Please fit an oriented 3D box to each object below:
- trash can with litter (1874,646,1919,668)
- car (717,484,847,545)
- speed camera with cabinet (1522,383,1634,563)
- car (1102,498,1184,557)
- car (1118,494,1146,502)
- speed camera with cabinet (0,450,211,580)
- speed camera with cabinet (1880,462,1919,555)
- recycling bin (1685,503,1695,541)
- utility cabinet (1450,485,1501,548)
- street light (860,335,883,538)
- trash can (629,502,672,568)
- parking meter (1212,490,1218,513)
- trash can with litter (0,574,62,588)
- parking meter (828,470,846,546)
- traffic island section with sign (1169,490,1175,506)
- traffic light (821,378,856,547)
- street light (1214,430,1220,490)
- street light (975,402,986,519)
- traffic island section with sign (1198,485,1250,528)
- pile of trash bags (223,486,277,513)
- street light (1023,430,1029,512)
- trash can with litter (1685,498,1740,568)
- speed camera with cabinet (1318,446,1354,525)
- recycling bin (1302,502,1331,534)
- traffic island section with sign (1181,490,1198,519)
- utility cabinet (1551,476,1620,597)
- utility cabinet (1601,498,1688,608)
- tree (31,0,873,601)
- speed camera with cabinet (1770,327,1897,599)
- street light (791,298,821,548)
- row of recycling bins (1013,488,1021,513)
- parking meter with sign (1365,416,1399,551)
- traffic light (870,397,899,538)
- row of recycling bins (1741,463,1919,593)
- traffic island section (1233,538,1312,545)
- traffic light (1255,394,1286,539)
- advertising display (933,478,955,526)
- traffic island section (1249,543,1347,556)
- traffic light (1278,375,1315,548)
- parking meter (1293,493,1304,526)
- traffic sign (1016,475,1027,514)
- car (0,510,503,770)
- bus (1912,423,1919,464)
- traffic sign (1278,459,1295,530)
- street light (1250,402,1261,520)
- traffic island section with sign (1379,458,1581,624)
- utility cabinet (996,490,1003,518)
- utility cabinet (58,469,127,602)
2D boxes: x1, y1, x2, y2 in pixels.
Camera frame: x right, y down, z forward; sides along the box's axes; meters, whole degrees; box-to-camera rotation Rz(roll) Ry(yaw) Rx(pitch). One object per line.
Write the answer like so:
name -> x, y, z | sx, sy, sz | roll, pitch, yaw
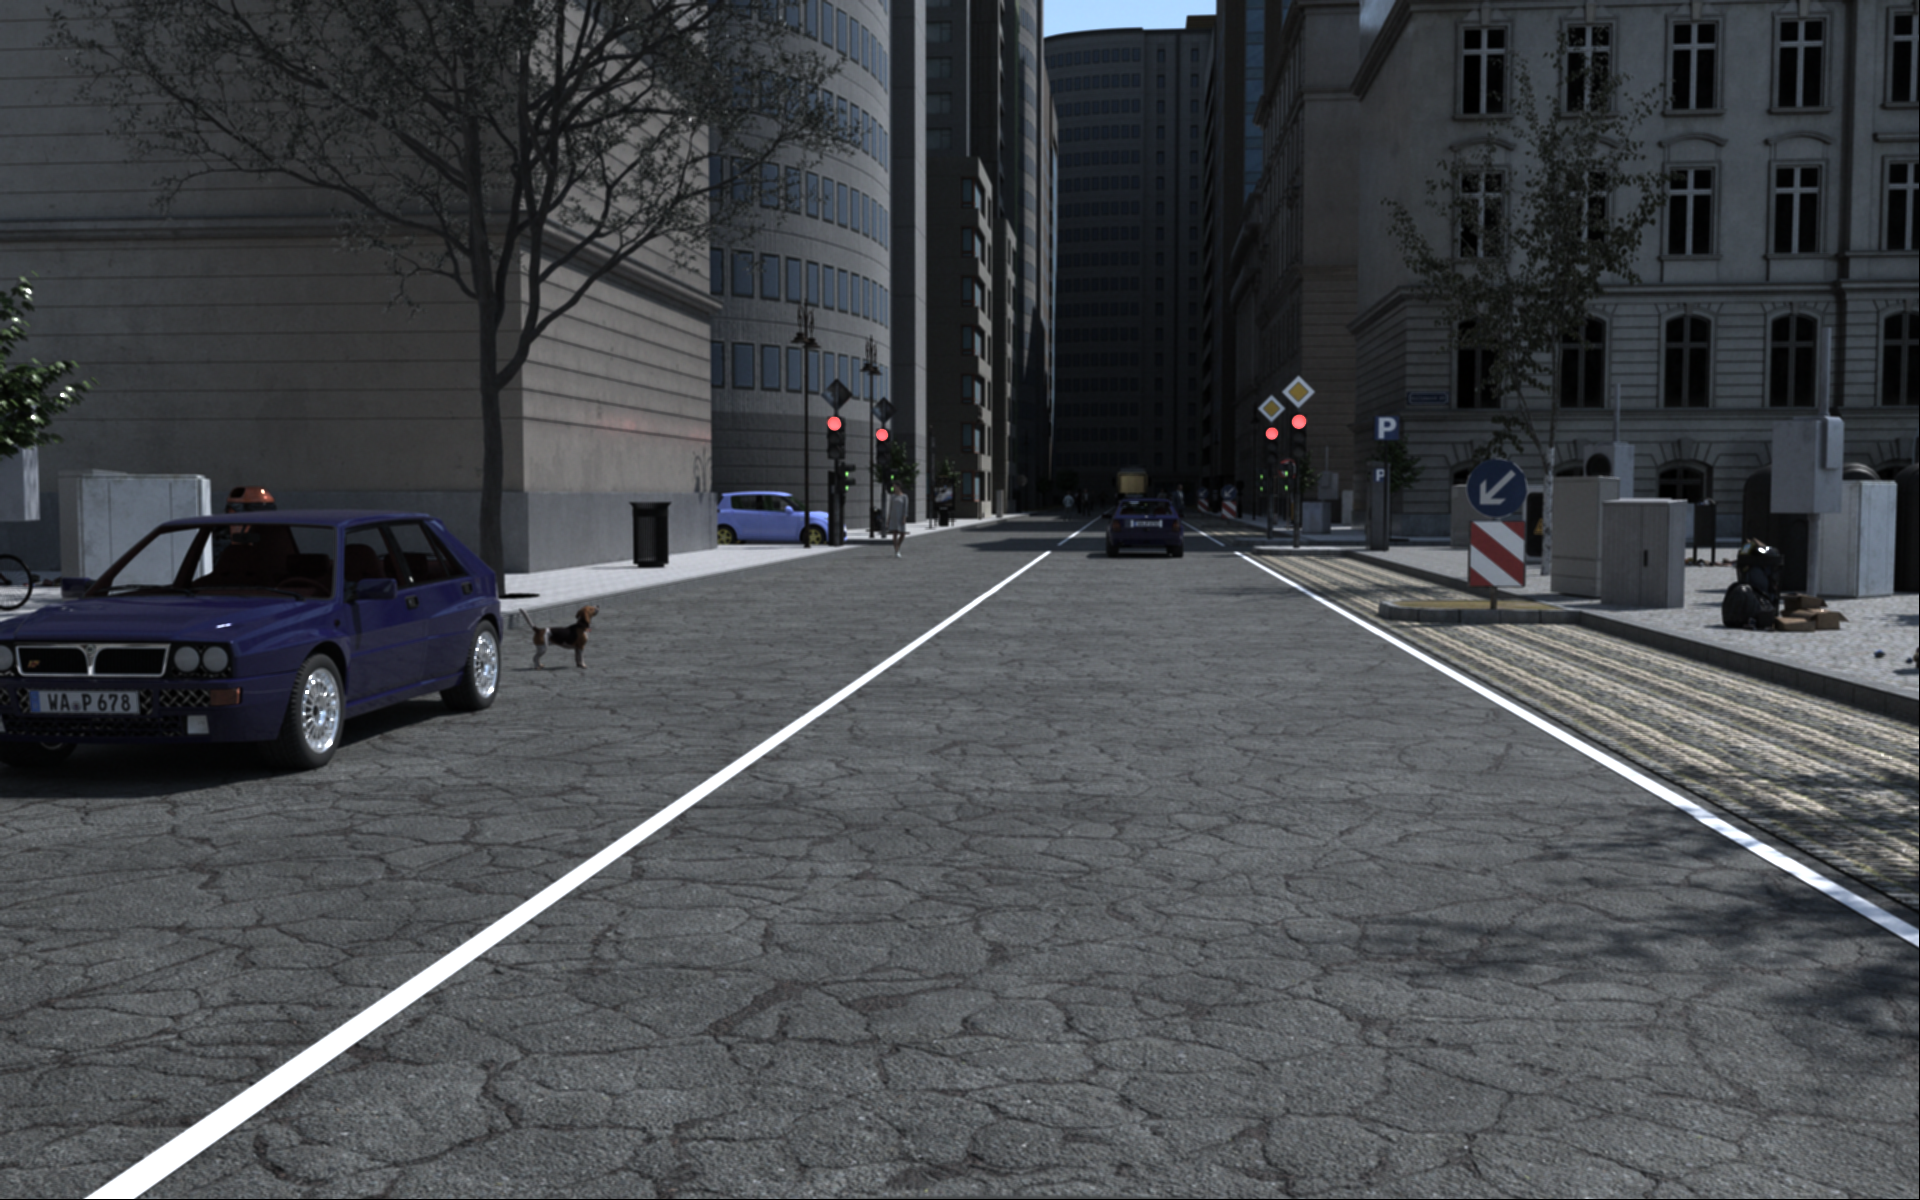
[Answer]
trash can with litter -> 7.887, -0.125, 13.108 | 1.678, 1.210, 2.233 | 3, 5, 42
car -> -4.860, -2.235, 46.133 | 3.694, 1.707, 1.945 | 0, 4, 5
speed camera with cabinet -> 11.227, -2.275, 31.529 | 0.660, 3.252, 2.038 | -2, 4, -31
car -> 4.293, -1.710, 40.535 | 1.945, 1.354, 3.894 | 0, 4, 4
car -> 10.826, -5.844, 107.348 | 2.131, 1.459, 4.920 | 0, 4, 7
speed camera with cabinet -> -7.553, -1.253, 14.815 | 2.038, 3.252, 0.660 | -1, 4, -16
speed camera with cabinet -> 21.272, -2.687, 38.270 | 0.660, 3.252, 2.038 | 0, 4, 3
recycling bin -> 20.020, -2.179, 48.176 | 0.722, 1.027, 0.722 | 1, 4, 17
utility cabinet -> 12.048, -1.946, 40.501 | 0.318, 1.500, 1.173 | -3, 4, -37
street light -> -2.577, -4.751, 50.474 | 0.468, 5.910, 1.993 | 0, 4, 6
trash can -> -5.424, -1.145, 30.369 | 0.748, 1.137, 0.748 | 0, 3, 0
parking meter -> 17.123, -6.591, 116.169 | 0.372, 1.533, 0.369 | 0, 3, 0
trash can with litter -> -12.513, -0.817, 24.422 | 2.233, 1.210, 1.678 | 1, 4, 20
parking meter -> -3.052, -2.275, 42.911 | 0.399, 1.863, 0.255 | 1, 4, 9
traffic island section with sign -> 18.932, -8.668, 150.342 | 1.989, 1.847, 2.006 | 0, 4, 6
traffic light -> -2.983, -3.253, 42.109 | 0.839, 4.253, 0.868 | 0, 4, 6
street light -> 18.086, -9.150, 122.396 | 0.468, 5.910, 1.993 | 0, 4, 6
street light -> 1.019, -7.005, 87.324 | 0.468, 5.910, 1.993 | 0, 4, 6
traffic island section with sign -> 11.271, -3.972, 73.566 | 1.989, 1.847, 2.006 | 0, 4, 6
pile of trash bags -> -9.096, -0.667, 20.657 | 3.447, 1.369, 1.912 | 3, 5, 41
street light -> 4.773, -9.269, 124.337 | 0.468, 5.910, 1.993 | 0, 4, 6
trash can with litter -> 13.405, -1.207, 30.793 | 1.678, 1.210, 2.233 | -1, 4, -14
speed camera with cabinet -> 15.783, -4.704, 71.239 | 2.038, 3.252, 0.660 | 3, 4, 36
recycling bin -> 11.465, -2.640, 55.714 | 0.722, 1.027, 0.722 | 3, 4, 36
traffic island section with sign -> 13.940, -5.612, 100.389 | 1.989, 1.847, 2.006 | 0, 4, 6
utility cabinet -> 7.843, -0.798, 21.722 | 0.318, 1.500, 1.173 | 0, 4, -7
utility cabinet -> 7.837, -0.534, 19.899 | 0.306, 1.237, 1.020 | -1, 4, -23
tree -> -5.656, -6.769, 21.043 | 12.009, 13.543, 11.850 | 0, 3, 0
speed camera with cabinet -> 10.733, -1.645, 21.236 | 2.038, 3.252, 0.660 | -3, 4, -37
street light -> -3.641, -4.177, 41.085 | 0.468, 5.910, 1.993 | 0, 4, 6
row of recycling bins -> 2.463, -6.905, 120.002 | 3.534, 1.692, 1.069 | 0, 4, 3
parking meter with sign -> 9.554, -2.643, 39.470 | 0.543, 3.016, 1.738 | 0, 4, 4
traffic light -> -2.189, -3.739, 50.055 | 0.839, 4.253, 0.868 | 0, 4, 6
row of recycling bins -> 12.295, -0.970, 22.978 | 3.534, 1.692, 1.069 | 0, 4, 7
traffic island section -> 8.809, -1.640, 49.090 | 2.009, 0.180, 2.903 | 0, 4, 6
traffic light -> 8.770, -3.673, 48.980 | 0.839, 4.253, 0.868 | 0, 4, 6
advertising display -> -0.633, -3.899, 68.956 | 0.974, 1.923, 0.123 | 2, 4, 35
traffic island section -> 8.015, -1.154, 41.144 | 2.009, 0.180, 2.903 | 0, 4, 6
traffic light -> 7.976, -3.187, 41.034 | 0.839, 4.253, 0.868 | 0, 4, 6
parking meter -> 13.393, -3.848, 68.618 | 0.399, 1.863, 0.255 | 2, 4, 23
traffic sign -> 4.007, -6.920, 113.249 | 0.768, 2.556, 0.104 | 1, 4, 9
car -> -4.091, 0.141, 10.282 | 1.945, 1.354, 3.894 | 0, 4, 4
bus -> 31.018, -2.928, 42.733 | 13.247, 3.499, 2.948 | 0, 4, 7
traffic sign -> 11.824, -3.810, 62.392 | 0.768, 2.556, 0.104 | 1, 4, 10
street light -> 14.550, -6.896, 85.544 | 0.468, 5.910, 1.993 | 0, 4, 6
traffic island section with sign -> 5.908, -0.693, 19.951 | 1.989, 1.847, 2.006 | 0, 4, 6
utility cabinet -> 2.125, -5.153, 92.925 | 0.318, 1.500, 1.173 | 0, 4, 5
utility cabinet -> -8.049, -0.455, 16.125 | 0.318, 1.500, 1.173 | -3, 5, -41
